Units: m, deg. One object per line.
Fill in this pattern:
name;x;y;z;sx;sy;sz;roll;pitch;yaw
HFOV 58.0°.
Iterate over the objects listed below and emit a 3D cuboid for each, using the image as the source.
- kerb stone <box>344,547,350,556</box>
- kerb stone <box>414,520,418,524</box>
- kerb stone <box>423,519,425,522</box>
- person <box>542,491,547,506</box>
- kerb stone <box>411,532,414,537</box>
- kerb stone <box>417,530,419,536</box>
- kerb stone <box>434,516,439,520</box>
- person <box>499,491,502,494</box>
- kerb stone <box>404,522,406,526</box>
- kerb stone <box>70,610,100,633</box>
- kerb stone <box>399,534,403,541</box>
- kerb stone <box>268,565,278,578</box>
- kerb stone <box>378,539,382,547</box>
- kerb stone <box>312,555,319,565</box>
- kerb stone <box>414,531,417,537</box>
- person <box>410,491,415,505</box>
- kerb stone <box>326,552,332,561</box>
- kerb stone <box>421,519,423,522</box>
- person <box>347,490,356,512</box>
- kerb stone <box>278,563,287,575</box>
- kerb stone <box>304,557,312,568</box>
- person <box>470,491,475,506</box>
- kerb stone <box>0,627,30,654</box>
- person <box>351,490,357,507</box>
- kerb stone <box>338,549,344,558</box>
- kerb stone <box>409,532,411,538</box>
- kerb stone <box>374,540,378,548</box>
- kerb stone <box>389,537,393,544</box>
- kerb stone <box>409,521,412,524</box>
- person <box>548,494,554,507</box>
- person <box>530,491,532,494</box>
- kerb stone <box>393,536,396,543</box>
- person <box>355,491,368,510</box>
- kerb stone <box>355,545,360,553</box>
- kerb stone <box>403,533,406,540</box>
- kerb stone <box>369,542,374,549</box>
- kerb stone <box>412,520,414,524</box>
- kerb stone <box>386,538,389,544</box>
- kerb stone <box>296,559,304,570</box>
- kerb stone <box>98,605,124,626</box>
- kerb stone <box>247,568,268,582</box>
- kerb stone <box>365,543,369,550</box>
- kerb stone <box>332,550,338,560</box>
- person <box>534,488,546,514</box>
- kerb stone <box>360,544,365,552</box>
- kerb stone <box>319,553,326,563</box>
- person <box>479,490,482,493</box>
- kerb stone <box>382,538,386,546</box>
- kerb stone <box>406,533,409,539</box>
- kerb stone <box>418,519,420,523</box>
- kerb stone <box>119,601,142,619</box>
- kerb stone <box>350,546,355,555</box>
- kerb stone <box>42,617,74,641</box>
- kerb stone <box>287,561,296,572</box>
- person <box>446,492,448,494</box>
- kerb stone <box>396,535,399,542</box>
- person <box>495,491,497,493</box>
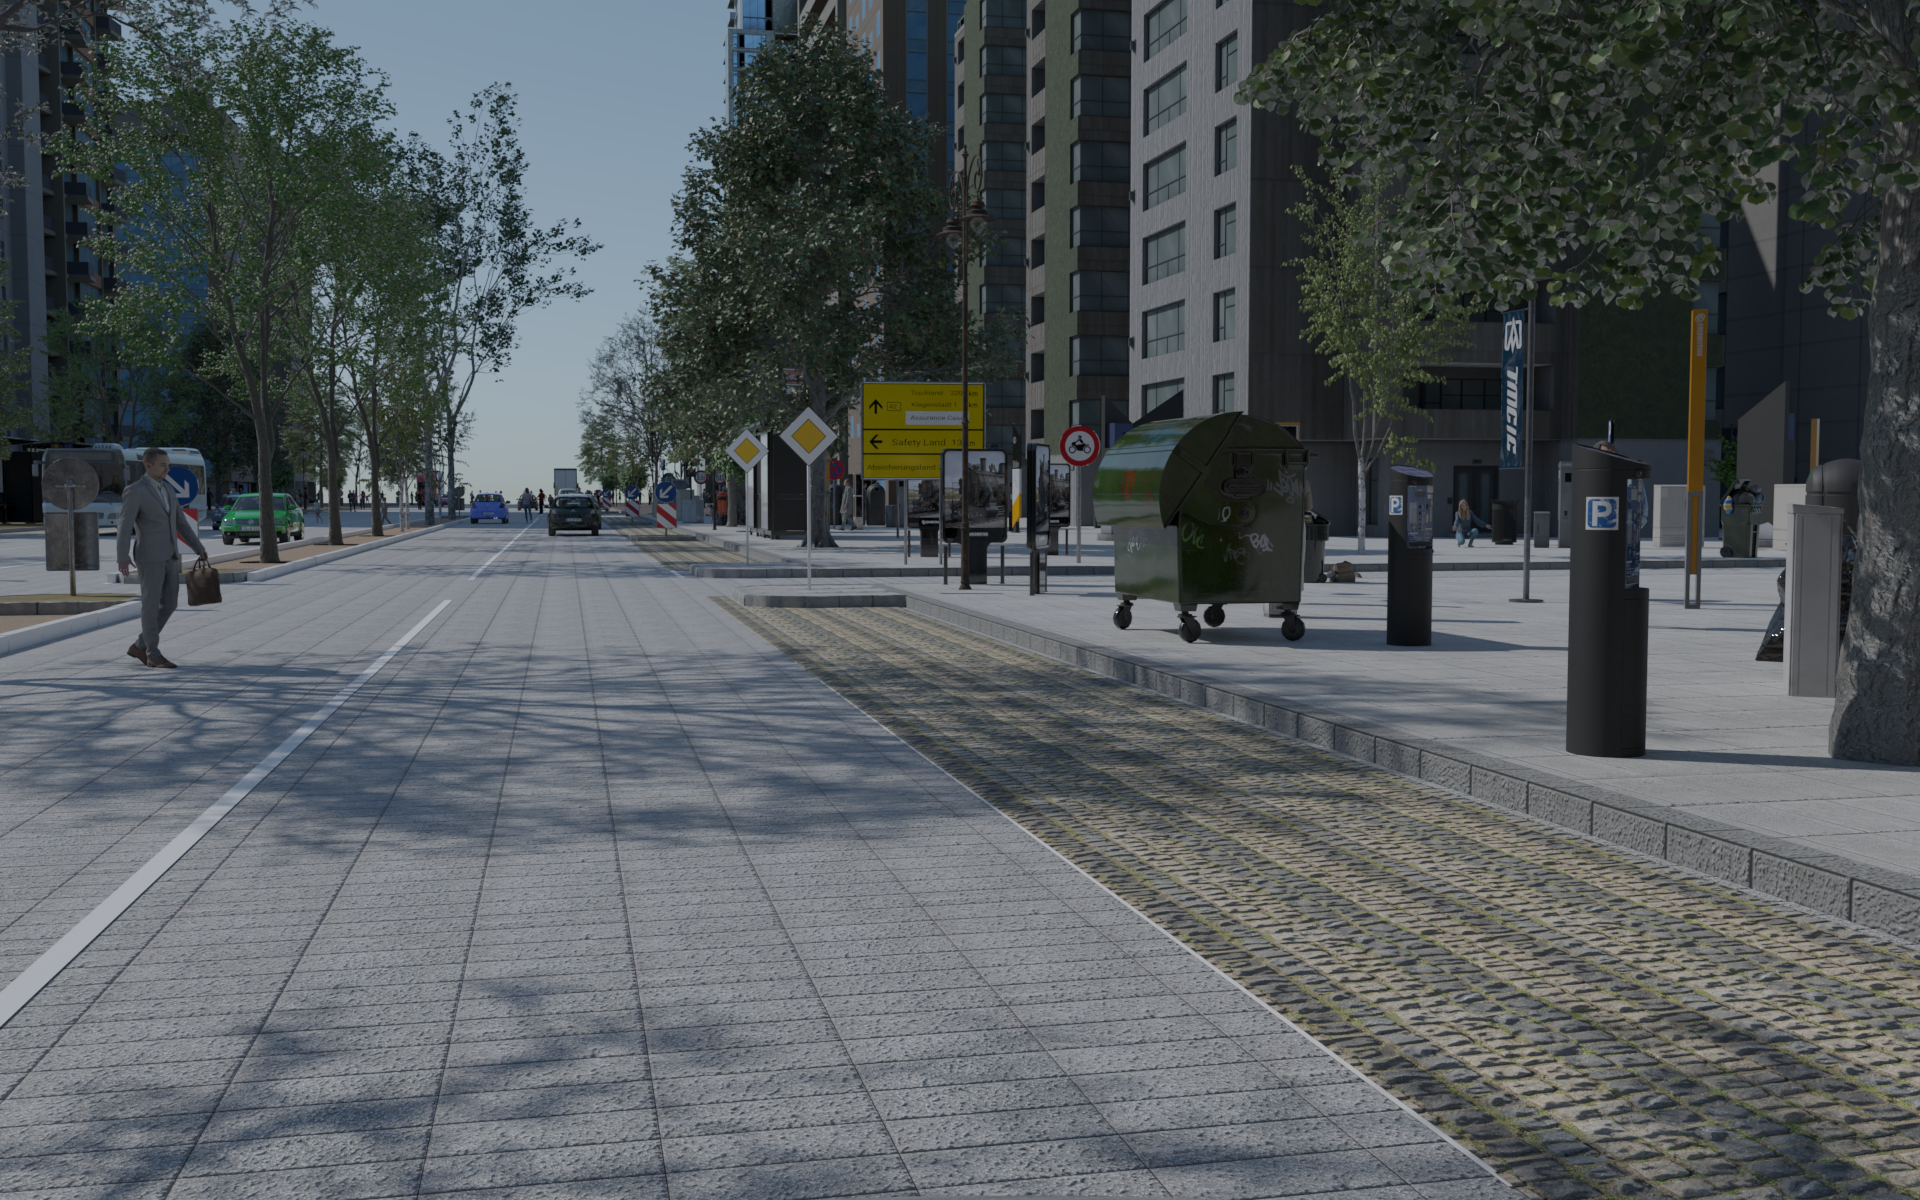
kerb stone;-14.200;-1.076;39.781;0.120;0.150;1.000;-1;4;-13
kerb stone;-26.290;-3.730;83.275;0.120;0.150;1.000;-1;4;-13
kerb stone;-27.209;-3.979;87.271;0.120;0.150;1.000;-1;4;-13
person;-48.960;-11.920;203.019;1.348;1.869;0.705;1;4;18
kerb stone;-18.092;-2.116;56.794;0.120;0.150;1.000;-1;4;-13
kerb stone;-18.553;-2.239;58.796;0.120;0.150;1.000;-1;4;-13
kerb stone;-29.945;-4.714;99.263;0.120;0.150;1.000;-1;4;-13
person;-29.048;-6.097;109.662;0.415;1.643;0.593;-3;5;-42
kerb stone;-24.920;-3.366;77.277;0.120;0.150;1.000;-1;4;-13
kerb stone;-9.290;0.242;18.261;0.120;0.150;1.000;-1;4;-13
kerb stone;-17.173;-1.871;52.779;0.120;0.150;1.000;-1;4;-13
kerb stone;-11.921;-0.465;29.795;0.120;0.150;1.000;-1;4;-13
kerb stone;-15.809;-1.498;46.791;0.120;0.150;1.000;-1;4;-13
kerb stone;-13.069;-0.770;34.785;0.120;0.150;1.000;-1;4;-13
kerb stone;-18.320;-2.175;57.796;0.120;0.150;1.000;-1;4;-13
person;-70.786;-13.169;223.820;0.705;1.822;1.348;1;4;10
kerb stone;-13.524;-0.892;36.780;0.120;0.150;1.000;-1;4;-13
kerb stone;-26.966;-3.915;86.278;0.120;0.150;1.000;-1;4;-13
person;-49.124;-8.008;139.887;0.683;1.767;0.568;-1;4;-18
kerb stone;-12.157;-0.523;30.790;0.120;0.150;1.000;-1;4;-13
kerb stone;-12.836;-0.706;33.784;0.120;0.150;1.000;-1;4;-13
person;-58.696;-12.247;208.600;0.599;1.838;0.709;2;4;25
kerb stone;-8.828;0.364;16.247;0.120;0.150;1.000;-1;4;-13
person;-62.059;-10.340;177.427;0.599;1.838;0.709;2;4;27
kerb stone;-13.971;-1.015;38.785;0.120;0.150;1.000;-1;4;-13
kerb stone;-17.863;-2.052;55.784;0.120;0.150;1.000;-1;4;-13
kerb stone;-15.575;-1.443;45.792;0.120;0.150;1.000;-1;4;-13
kerb stone;-16.483;-1.687;49.782;0.120;0.150;1.000;-1;4;-13
kerb stone;-25.605;-3.552;80.272;0.120;0.150;1.000;-1;4;-13
person;-27.459;-6.398;116.347;0.421;1.427;0.697;0;3;0
person;-48.016;-11.335;193.918;1.350;1.814;0.705;1;4;20
kerb stone;-16.710;-1.748;50.778;0.120;0.150;1.000;-1;4;-13
person;-53.382;-8.903;154.750;1.217;1.739;0.721;-1;4;-17
kerb stone;-14.670;-1.197;41.787;0.120;0.150;1.000;-1;4;-13
kerb stone;-17.401;-1.932;53.785;0.120;0.150;1.000;-1;4;-13
kerb stone;-15.353;-1.382;44.795;0.120;0.150;1.000;-1;4;-13
kerb stone;-25.839;-3.611;81.275;0.120;0.150;1.000;-1;4;-13
kerb stone;-16.265;-1.626;48.783;0.120;0.150;1.000;-1;4;-13
kerb stone;-12.607;-0.647;32.783;0.120;0.150;1.000;-1;4;-13
kerb stone;-9.512;0.187;19.260;0.120;0.150;1.000;-1;4;-13
kerb stone;-11.699;-0.397;28.798;0.120;0.150;1.000;-1;4;-13
kerb stone;-15.118;-1.321;43.791;0.120;0.150;1.000;-1;4;-13
kerb stone;-13.749;-0.954;37.787;0.120;0.150;1.000;-1;4;-13
person;-29.943;-7.046;123.632;0.705;1.831;1.348;1;4;22
kerb stone;-14.896;-1.253;42.794;0.120;0.150;1.000;-1;4;-13
kerb stone;-13.292;-0.831;35.785;0.120;0.150;1.000;-1;4;-13
person;-38.822;-8.025;140.236;0.617;1.759;0.750;-1;4;-11
kerb stone;-16.034;-1.564;47.787;0.120;0.150;1.000;-1;4;-13
kerb stone;-17.628;-1.993;54.788;0.120;0.150;1.000;-1;4;-13
kerb stone;-26.513;-3.797;84.272;0.120;0.150;1.000;-1;4;-13
kerb stone;-9.742;0.118;20.259;0.120;0.150;1.000;-1;4;-13
kerb stone;-14.438;-1.136;40.785;0.120;0.150;1.000;-1;4;-13
kerb stone;-9.059;0.302;17.255;0.120;0.150;1.000;-1;4;-13
kerb stone;-12.383;-0.576;31.787;0.120;0.150;1.000;-1;4;-13
person;-67.150;-13.328;227.135;0.721;1.735;1.217;2;4;31
kerb stone;-16.950;-1.809;51.781;0.120;0.150;1.000;-1;4;-13
person;-49.521;-10.768;185.081;0.617;1.759;0.750;1;4;15
